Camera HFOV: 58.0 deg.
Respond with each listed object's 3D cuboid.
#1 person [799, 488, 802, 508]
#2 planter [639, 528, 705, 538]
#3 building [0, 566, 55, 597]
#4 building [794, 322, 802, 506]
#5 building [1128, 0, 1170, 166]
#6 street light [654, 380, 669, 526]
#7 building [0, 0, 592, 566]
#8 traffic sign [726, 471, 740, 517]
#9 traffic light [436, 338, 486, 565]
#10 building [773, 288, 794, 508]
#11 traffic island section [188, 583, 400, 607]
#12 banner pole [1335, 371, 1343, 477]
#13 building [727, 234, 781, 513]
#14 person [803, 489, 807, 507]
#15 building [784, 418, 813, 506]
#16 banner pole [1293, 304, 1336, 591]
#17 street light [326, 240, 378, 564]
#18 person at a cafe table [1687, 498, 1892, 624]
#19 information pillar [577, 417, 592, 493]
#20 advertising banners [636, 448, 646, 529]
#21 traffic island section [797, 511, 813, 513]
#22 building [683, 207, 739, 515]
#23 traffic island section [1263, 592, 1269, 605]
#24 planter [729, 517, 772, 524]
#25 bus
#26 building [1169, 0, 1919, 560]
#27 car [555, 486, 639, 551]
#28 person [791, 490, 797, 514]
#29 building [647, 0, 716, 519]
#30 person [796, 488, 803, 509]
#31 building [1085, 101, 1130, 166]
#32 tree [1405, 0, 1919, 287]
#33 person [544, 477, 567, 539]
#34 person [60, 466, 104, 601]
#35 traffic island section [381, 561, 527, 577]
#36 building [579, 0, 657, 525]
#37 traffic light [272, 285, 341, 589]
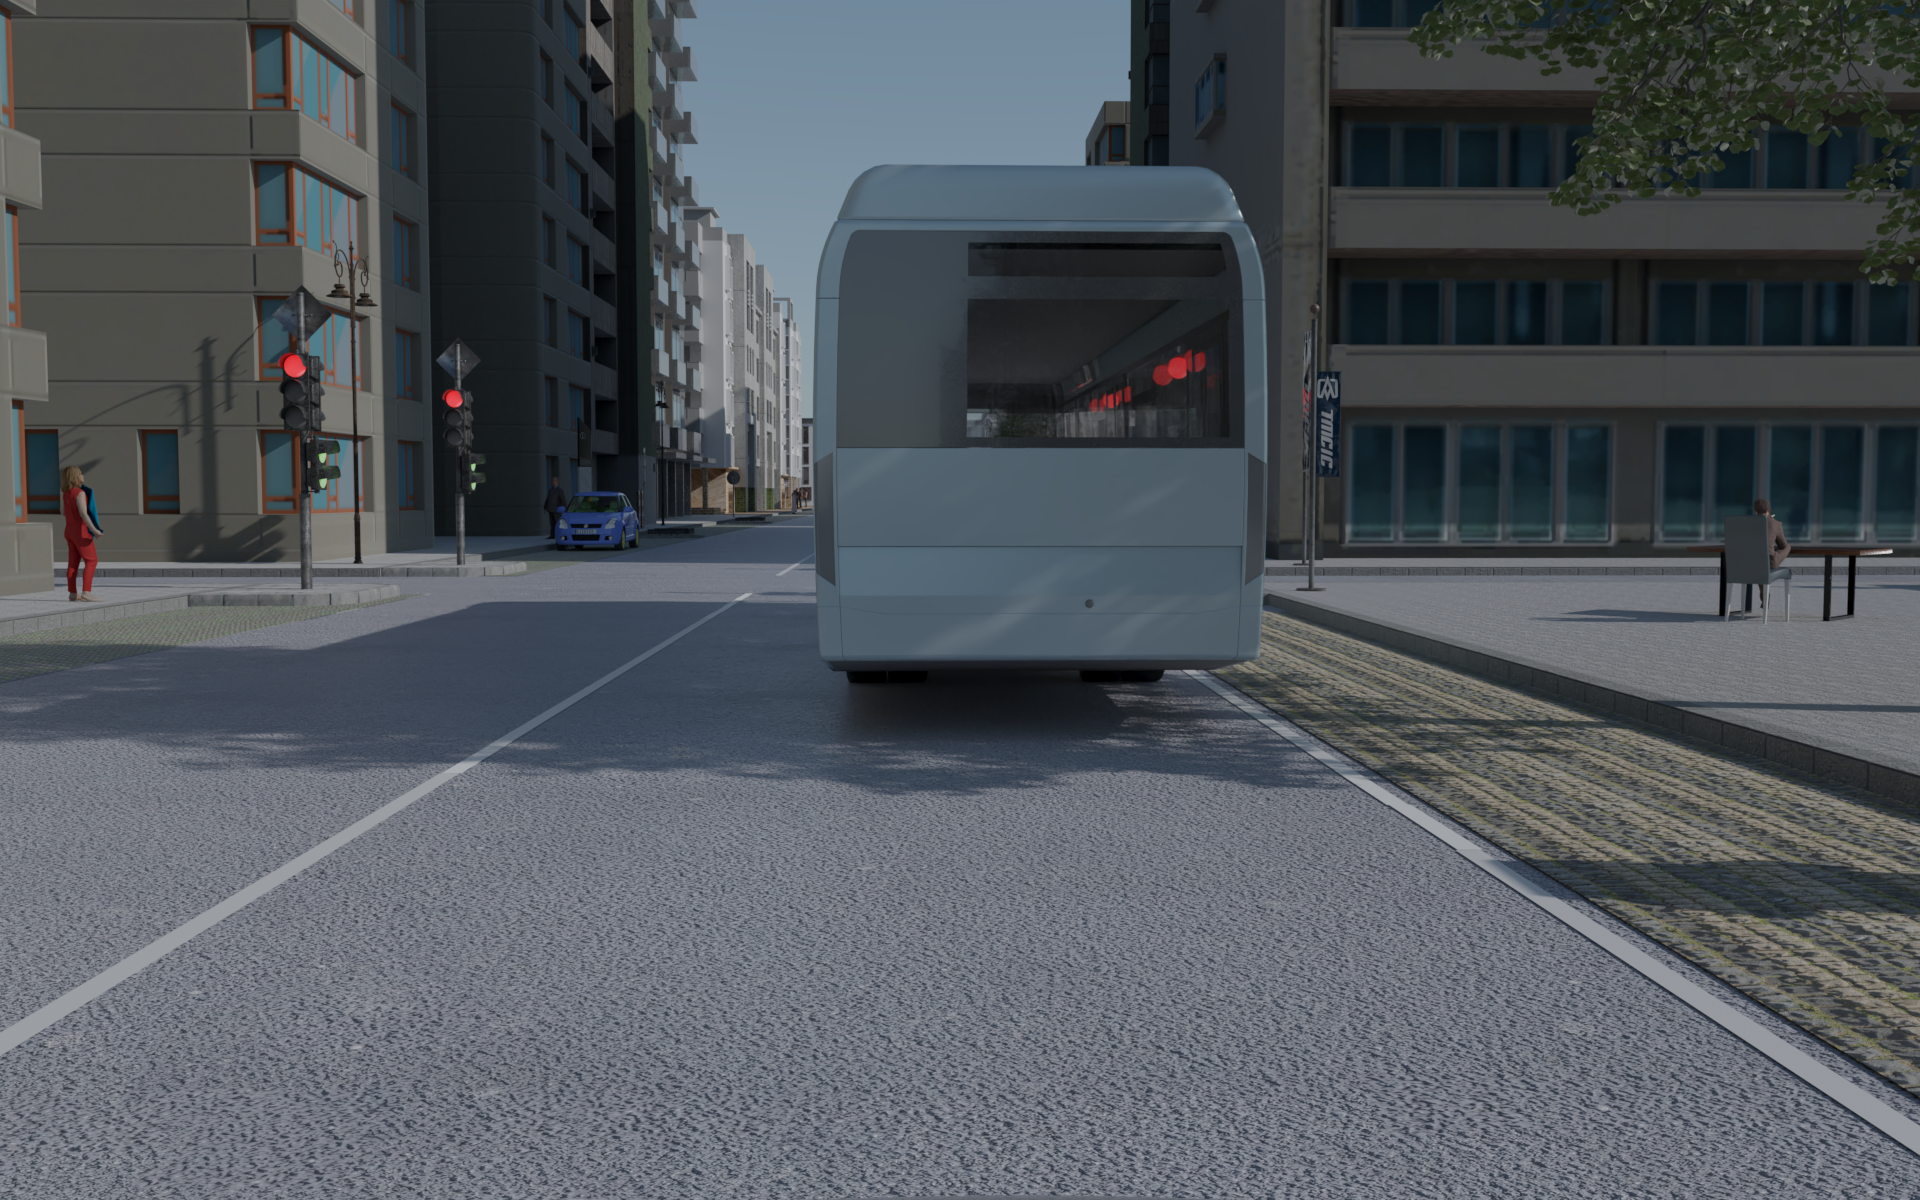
[{"bbox_3d":[-14.394,-9.153,155.659,0.705,1.831,1.348,-1,4,-19],"label":"person"},{"bbox_3d":[-9.427,-2.179,56.772,1.991,0.319,1.994,0,4,-2],"label":"planter"},{"bbox_3d":[-26.099,-9.977,8.166,28.899,21.520,27.650,0,4,-2],"label":"building"},{"bbox_3d":[-21.776,-19.365,173.032,11.380,20.091,16.016,0,4,-2],"label":"building"},{"bbox_3d":[12.767,-17.715,61.346,14.160,30.474,14.107,0,4,-2],"label":"building"},{"bbox_3d":[-12.118,-5.977,70.509,0.468,5.910,1.993,0,4,-2],"label":"street light"},{"bbox_3d":[-26.468,-12.293,46.031,27.650,21.520,28.899,0,4,-2],"label":"building"},{"bbox_3d":[-12.473,-5.822,95.303,0.768,2.556,0.104,0,4,3],"label":"traffic sign"},{"bbox_3d":[-9.031,-2.591,31.287,0.839,4.253,0.868,0,4,-2],"label":"traffic light"},{"bbox_3d":[-23.552,-18.254,154.880,16.016,20.091,11.380,0,4,-2],"label":"building"},{"bbox_3d":[-8.857,-0.071,23.438,2.009,0.180,2.903,0,4,-2],"label":"traffic island section"},{"bbox_3d":[6.429,-2.512,31.091,0.863,3.779,0.401,0,4,-1],"label":"banner pole"},{"bbox_3d":[-23.453,-16.334,133.520,16.747,18.905,31.486,0,4,-2],"label":"building"},{"bbox_3d":[-15.028,-9.858,167.935,0.721,1.736,1.217,-1,4,-14],"label":"person"},{"bbox_3d":[-8.165,-15.513,195.780,28.070,9.664,9.099,0,4,-2],"label":"building"},{"bbox_3d":[4.664,-2.026,23.136,0.401,3.779,0.863,0,4,-1],"label":"banner pole"},{"bbox_3d":[-11.113,-3.609,31.796,0.468,5.910,1.993,0,4,-2],"label":"street light"},{"bbox_3d":[8.366,-0.423,17.778,1.698,1.238,1.726,3,5,44],"label":"person at a cafe table"},{"bbox_3d":[-11.479,-3.766,52.928,0.183,3.616,0.504,3,4,37],"label":"information pillar"},{"bbox_3d":[-11.866,-4.182,64.566,0.090,3.025,2.074,0,4,-2],"label":"advertising banners"},{"bbox_3d":[-11.485,-6.773,133.605,1.991,0.108,1.994,0,4,-2],"label":"traffic island section"},{"bbox_3d":[-22.697,-15.638,112.102,16.016,20.091,11.380,0,4,-2],"label":"building"},{"bbox_3d":[2.960,-0.090,23.750,2.009,0.180,2.903,0,4,-2],"label":"traffic island section"},{"bbox_3d":[-10.158,-3.858,84.219,1.991,0.319,1.994,0,4,-2],"label":"planter"},{"bbox_3d":[0.229,-1.314,16.338,2.948,3.499,13.247,0,4,-2],"label":"bus"},{"bbox_3d":[16.389,-25.642,42.950,21.600,48.544,21.300,0,4,-2],"label":"building"},{"bbox_3d":[-9.327,-2.142,44.611,1.945,1.707,3.694,0,4,-2],"label":"car"},{"bbox_3d":[-11.793,-6.993,123.503,0.551,1.740,0.621,3,5,44],"label":"person"},{"bbox_3d":[-25.619,-28.709,89.009,23.786,49.044,30.456,0,4,-2],"label":"building"},{"bbox_3d":[-14.438,-9.024,153.602,1.348,1.821,0.705,3,5,43],"label":"person"},{"bbox_3d":[19.774,-15.060,91.266,27.650,21.520,28.899,0,4,-2],"label":"building"},{"bbox_3d":[6.249,-5.632,10.211,7.486,12.596,7.792,0,3,0],"label":"tree"},{"bbox_3d":[-11.503,-2.605,49.181,0.990,1.755,0.434,3,5,39],"label":"person"},{"bbox_3d":[-10.534,-0.797,20.781,0.444,1.614,0.593,-2,4,-29],"label":"person"},{"bbox_3d":[-9.071,-0.559,31.420,2.009,0.180,2.903,0,4,-2],"label":"traffic island section"},{"bbox_3d":[-20.037,-18.086,67.401,14.160,30.474,14.107,0,4,-2],"label":"building"},{"bbox_3d":[-8.817,-2.103,23.304,0.839,4.253,0.868,0,4,-2],"label":"traffic light"}]
